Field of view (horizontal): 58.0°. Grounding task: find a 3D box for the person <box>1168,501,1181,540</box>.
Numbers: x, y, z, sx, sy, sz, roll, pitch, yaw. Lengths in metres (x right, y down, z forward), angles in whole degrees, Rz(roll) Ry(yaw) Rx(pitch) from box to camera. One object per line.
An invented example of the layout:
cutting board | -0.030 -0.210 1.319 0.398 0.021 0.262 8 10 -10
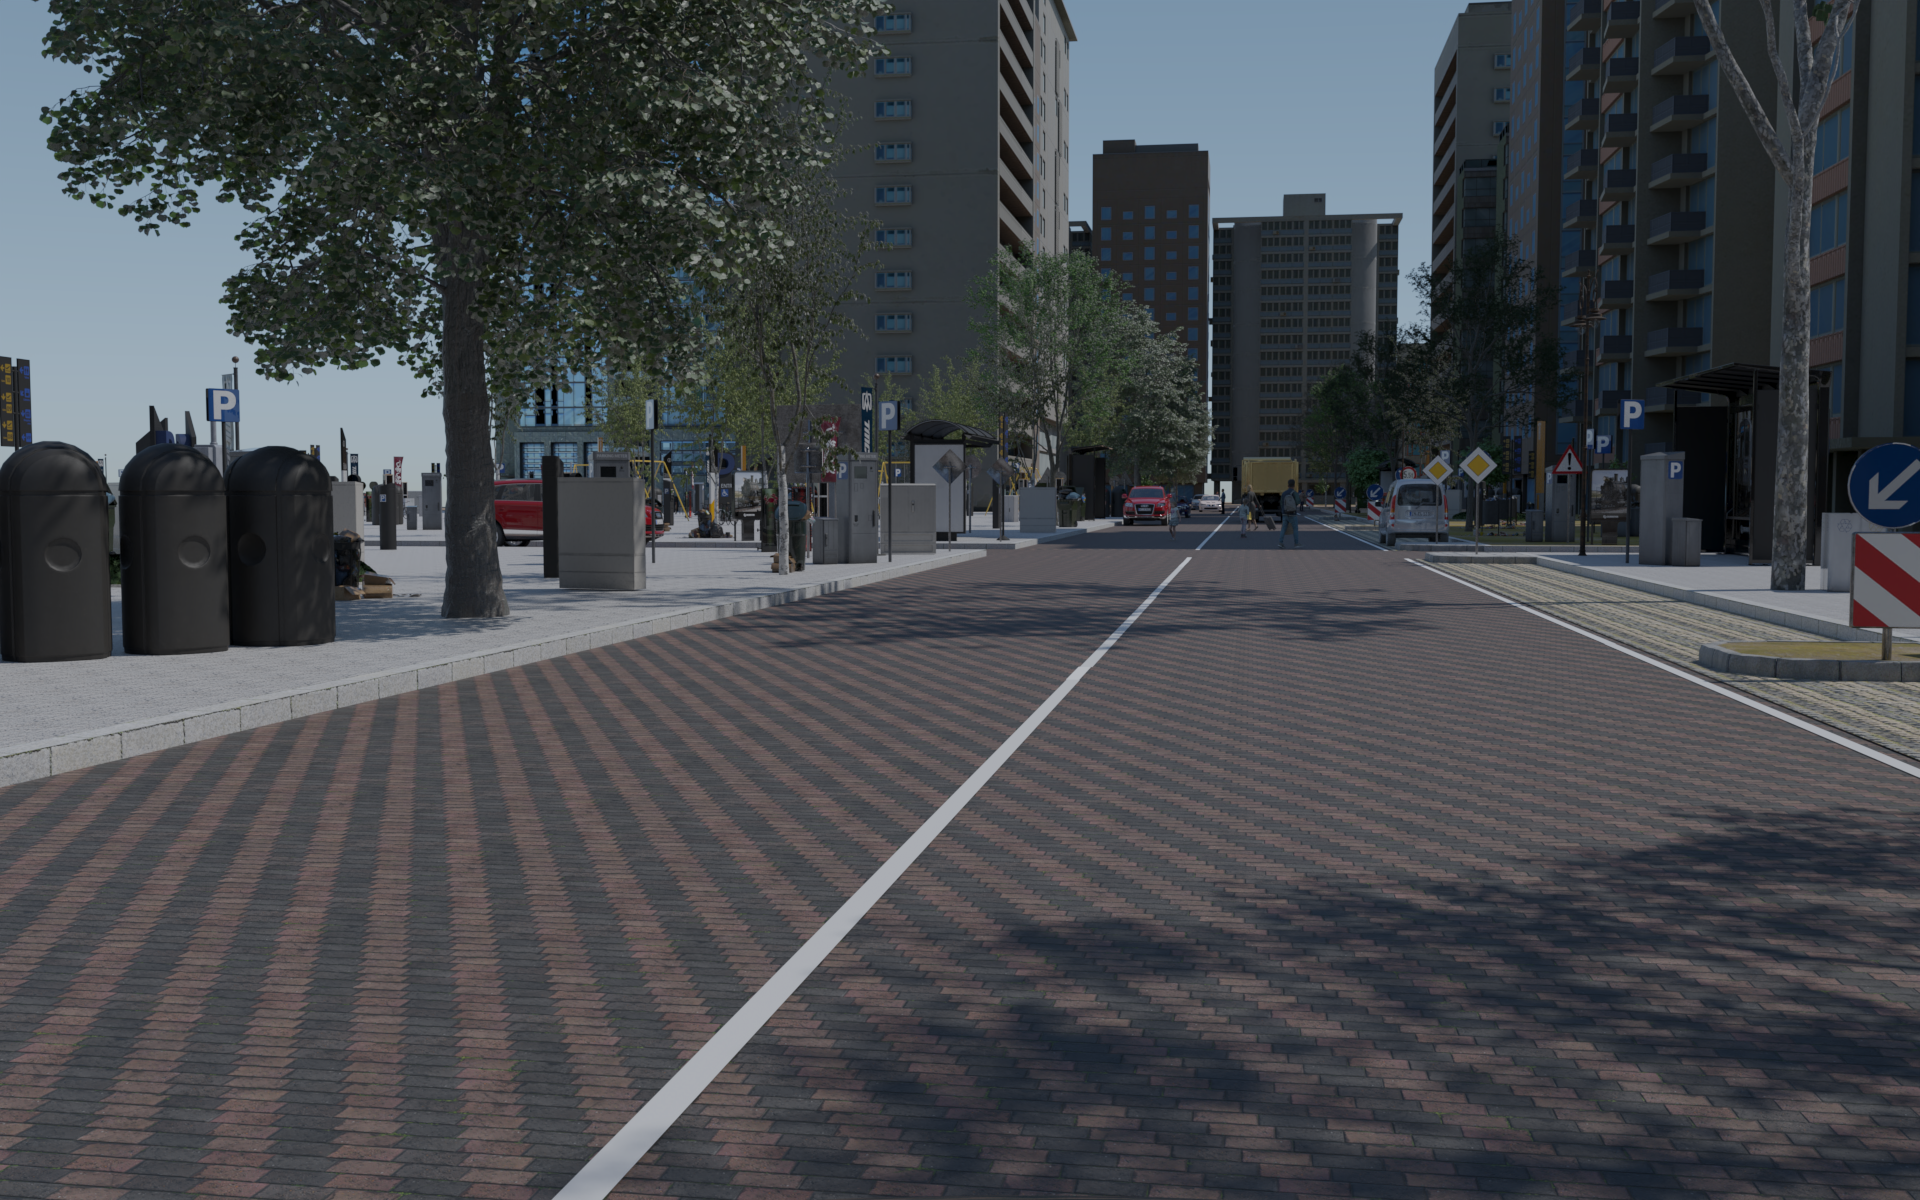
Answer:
person | 6.697 -2.459 53.719 0.382 1.210 0.505 -3 4 -39

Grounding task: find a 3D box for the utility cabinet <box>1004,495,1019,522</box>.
utility cabinet | 2.263 -4.172 79.372 0.306 1.237 1.020 -2 4 -35

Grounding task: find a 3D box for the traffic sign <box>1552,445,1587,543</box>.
traffic sign | 15.976 -2.780 45.451 0.884 2.594 0.081 1 4 15

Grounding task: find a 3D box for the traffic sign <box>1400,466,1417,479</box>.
traffic sign | 20.670 -4.881 79.910 0.768 2.556 0.104 1 4 13

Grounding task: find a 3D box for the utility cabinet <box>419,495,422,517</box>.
utility cabinet | -30.368 -5.368 98.924 1.020 1.237 0.306 -1 4 -14

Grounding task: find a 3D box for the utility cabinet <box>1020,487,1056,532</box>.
utility cabinet | 2.576 -2.963 57.126 1.173 1.500 0.318 1 4 10

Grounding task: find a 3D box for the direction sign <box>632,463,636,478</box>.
direction sign | -23.644 -8.177 125.687 0.379 3.537 0.876 -2 4 -26

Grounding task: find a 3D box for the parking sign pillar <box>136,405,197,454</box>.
parking sign pillar | -24.556 -3.970 53.388 1.447 3.967 1.447 -1 4 -11

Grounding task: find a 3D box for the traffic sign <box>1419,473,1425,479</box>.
traffic sign | 26.654 -6.094 99.636 0.884 2.594 0.081 1 4 18

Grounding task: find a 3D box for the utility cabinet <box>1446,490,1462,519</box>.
utility cabinet | 25.115 -4.900 88.794 1.173 1.500 0.318 3 5 40

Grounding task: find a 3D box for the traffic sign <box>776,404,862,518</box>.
traffic sign | -3.125 -2.784 39.390 2.265 3.308 0.079 1 4 17

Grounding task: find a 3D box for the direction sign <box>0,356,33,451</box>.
direction sign | -15.697 -2.254 28.843 0.379 3.537 0.876 0 4 2

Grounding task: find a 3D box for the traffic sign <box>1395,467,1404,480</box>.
traffic sign | 20.768 -4.955 81.127 0.768 2.556 0.104 1 4 15

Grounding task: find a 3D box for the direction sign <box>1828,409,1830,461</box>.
direction sign | 23.189 -3.326 46.379 0.379 3.537 0.876 1 4 22

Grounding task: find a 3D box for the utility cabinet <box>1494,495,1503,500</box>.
utility cabinet | 34.939 -6.180 112.198 1.020 1.237 0.306 -3 5 -44

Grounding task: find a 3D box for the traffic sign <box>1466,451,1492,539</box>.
traffic sign | 14.919 -3.045 49.890 0.768 2.556 0.104 1 4 16

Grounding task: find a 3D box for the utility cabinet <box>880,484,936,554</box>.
utility cabinet | -1.104 -1.717 36.749 1.173 1.500 0.318 0 4 -6

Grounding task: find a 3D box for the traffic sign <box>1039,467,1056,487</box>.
traffic sign | 4.143 -5.009 81.908 0.884 2.594 0.081 1 4 17

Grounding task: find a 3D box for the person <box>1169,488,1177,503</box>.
person | 12.402 -5.672 101.417 0.728 1.800 0.709 -2 4 -33

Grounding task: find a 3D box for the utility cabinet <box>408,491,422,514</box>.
utility cabinet | -34.739 -6.240 110.703 1.173 1.500 0.318 0 4 -7

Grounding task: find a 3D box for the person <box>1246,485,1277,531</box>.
person | 11.778 -3.638 68.196 1.509 1.804 0.699 -1 4 -19

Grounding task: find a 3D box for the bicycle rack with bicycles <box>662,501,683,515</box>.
bicycle rack with bicycles | -18.438 -5.808 108.339 2.852 0.926 2.925 -1 4 -14

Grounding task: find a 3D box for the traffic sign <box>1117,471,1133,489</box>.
traffic sign | 9.270 -5.960 97.444 0.884 2.594 0.081 1 4 16

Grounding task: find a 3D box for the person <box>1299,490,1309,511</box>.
person | 28.338 -8.170 142.610 0.750 1.759 0.617 -1 4 -14

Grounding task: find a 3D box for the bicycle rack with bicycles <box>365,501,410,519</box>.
bicycle rack with bicycles | -29.186 -4.582 88.293 2.852 0.926 2.925 0 4 4

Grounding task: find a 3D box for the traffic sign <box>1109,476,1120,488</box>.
traffic sign | 10.706 -7.333 120.003 0.768 2.556 0.104 1 4 12

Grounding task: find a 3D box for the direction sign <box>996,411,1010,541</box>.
direction sign | 1.196 -3.417 47.868 0.379 3.537 0.876 1 4 17

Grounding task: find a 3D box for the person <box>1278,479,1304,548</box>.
person | 8.663 -2.268 45.568 0.713 1.824 0.794 -2 4 -25

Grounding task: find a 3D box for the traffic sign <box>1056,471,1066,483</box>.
traffic sign | 5.615 -5.964 97.614 0.768 2.556 0.104 1 4 15

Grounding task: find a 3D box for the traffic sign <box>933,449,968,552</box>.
traffic sign | -0.226 -2.137 38.577 0.795 2.450 0.064 1 4 9

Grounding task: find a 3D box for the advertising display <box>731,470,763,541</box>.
advertising display | -5.798 -2.574 47.294 0.974 1.923 0.123 -3 5 -42

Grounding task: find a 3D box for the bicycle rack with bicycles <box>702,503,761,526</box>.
bicycle rack with bicycles | -9.402 -3.558 71.558 2.852 0.926 2.925 -1 4 -17

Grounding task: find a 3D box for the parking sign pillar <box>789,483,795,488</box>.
parking sign pillar | -11.482 -8.239 123.186 1.447 3.967 1.447 -2 4 -33

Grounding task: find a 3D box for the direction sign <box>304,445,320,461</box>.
direction sign | -29.606 -5.359 79.611 0.379 3.537 0.876 0 4 7

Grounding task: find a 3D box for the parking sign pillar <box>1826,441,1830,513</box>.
parking sign pillar | 25.636 -3.874 51.814 1.447 3.967 1.447 2 4 35

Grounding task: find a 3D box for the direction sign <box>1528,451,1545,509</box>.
direction sign | 30.066 -6.018 90.398 0.379 3.537 0.876 -3 5 -44

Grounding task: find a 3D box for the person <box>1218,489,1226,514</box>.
person | 18.727 -7.035 123.513 0.705 1.826 1.348 2 4 26

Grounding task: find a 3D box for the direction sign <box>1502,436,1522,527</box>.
direction sign | 21.479 -4.615 67.446 0.379 3.537 0.876 -2 4 -35

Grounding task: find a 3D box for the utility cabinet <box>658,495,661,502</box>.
utility cabinet | -17.880 -5.527 101.531 0.306 1.237 1.020 -3 4 -38

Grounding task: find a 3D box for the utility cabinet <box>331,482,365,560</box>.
utility cabinet | -11.254 -1.360 30.911 1.173 1.500 0.318 1 4 8

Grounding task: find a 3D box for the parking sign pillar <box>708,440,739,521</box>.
parking sign pillar | -11.193 -5.709 81.806 1.447 3.967 1.447 -2 4 -28

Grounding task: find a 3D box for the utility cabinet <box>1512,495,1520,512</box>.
utility cabinet | 34.266 -5.855 106.895 0.306 1.237 1.020 0 4 2

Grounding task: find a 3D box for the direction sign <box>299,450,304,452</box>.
direction sign | -33.567 -5.952 89.312 0.876 3.537 0.379 -2 4 -23

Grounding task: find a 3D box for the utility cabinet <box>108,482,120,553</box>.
utility cabinet | -15.807 -1.477 32.830 0.318 1.500 1.173 -3 5 -40

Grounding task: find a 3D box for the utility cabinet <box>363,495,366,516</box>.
utility cabinet | -40.036 -6.421 116.143 1.020 1.237 0.306 0 4 -7

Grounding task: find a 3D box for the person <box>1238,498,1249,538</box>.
person | 9.355 -2.705 57.006 0.425 1.301 0.394 2 4 31

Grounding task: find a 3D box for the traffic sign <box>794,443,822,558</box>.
traffic sign | -3.032 -1.983 34.555 0.606 2.300 0.079 1 4 16

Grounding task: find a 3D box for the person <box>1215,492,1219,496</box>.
person | 28.963 -11.361 195.176 0.541 1.710 0.530 1 4 11

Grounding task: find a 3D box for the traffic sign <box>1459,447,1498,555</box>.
traffic sign | 10.959 -2.021 36.687 0.795 2.450 0.064 1 4 9

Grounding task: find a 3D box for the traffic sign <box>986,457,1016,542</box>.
traffic sign | 1.095 -2.618 46.453 0.795 2.450 0.064 1 4 9

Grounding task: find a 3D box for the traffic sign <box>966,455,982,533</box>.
traffic sign | 0.329 -3.479 56.987 0.768 2.556 0.104 1 4 19

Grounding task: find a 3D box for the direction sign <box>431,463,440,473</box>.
direction sign | -37.939 -8.160 125.420 0.379 3.537 0.876 2 4 27

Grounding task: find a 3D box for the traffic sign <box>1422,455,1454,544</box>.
traffic sign | 12.280 -2.503 44.563 0.795 2.450 0.064 1 4 9

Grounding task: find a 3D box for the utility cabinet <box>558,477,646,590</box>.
utility cabinet | -4.776 -0.884 23.125 1.173 1.500 0.318 1 4 22
